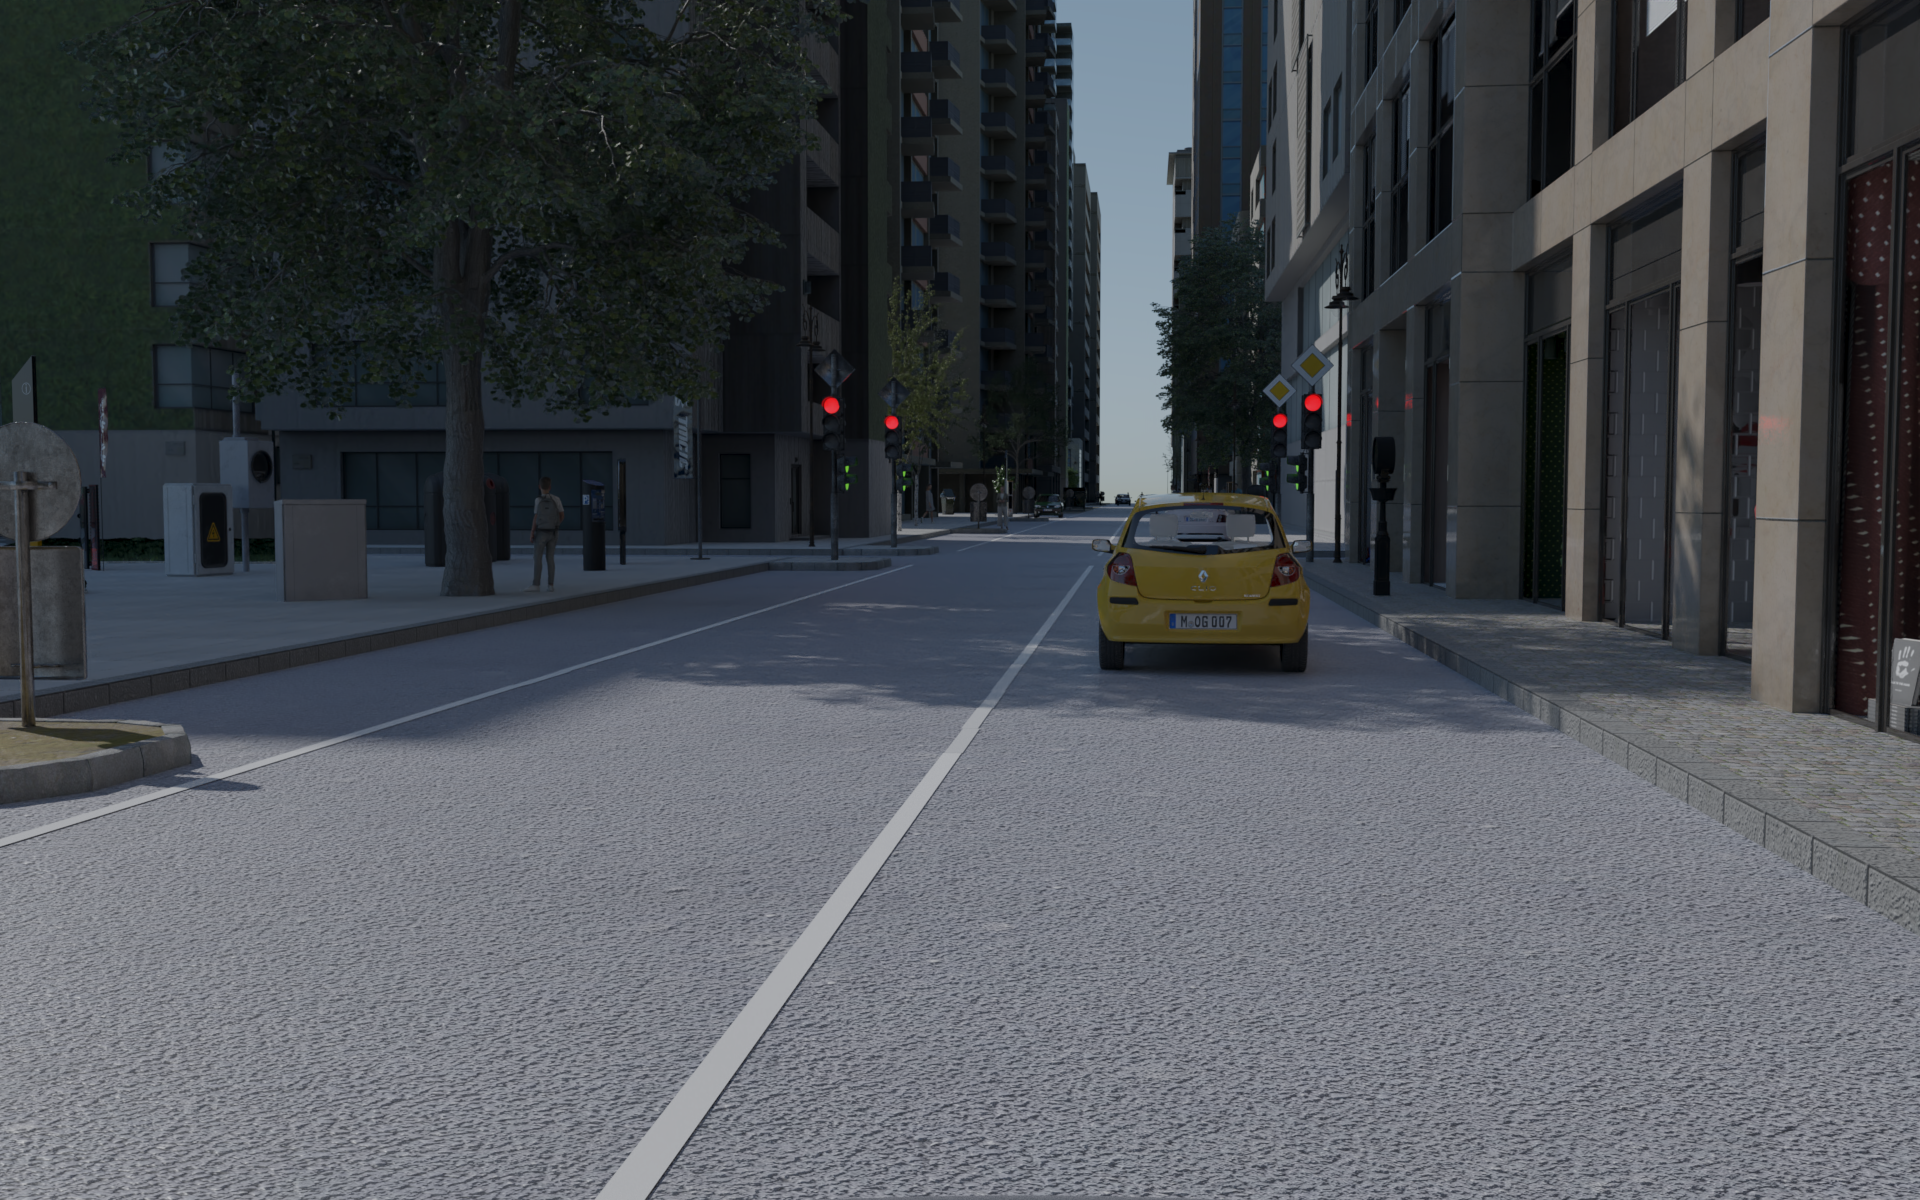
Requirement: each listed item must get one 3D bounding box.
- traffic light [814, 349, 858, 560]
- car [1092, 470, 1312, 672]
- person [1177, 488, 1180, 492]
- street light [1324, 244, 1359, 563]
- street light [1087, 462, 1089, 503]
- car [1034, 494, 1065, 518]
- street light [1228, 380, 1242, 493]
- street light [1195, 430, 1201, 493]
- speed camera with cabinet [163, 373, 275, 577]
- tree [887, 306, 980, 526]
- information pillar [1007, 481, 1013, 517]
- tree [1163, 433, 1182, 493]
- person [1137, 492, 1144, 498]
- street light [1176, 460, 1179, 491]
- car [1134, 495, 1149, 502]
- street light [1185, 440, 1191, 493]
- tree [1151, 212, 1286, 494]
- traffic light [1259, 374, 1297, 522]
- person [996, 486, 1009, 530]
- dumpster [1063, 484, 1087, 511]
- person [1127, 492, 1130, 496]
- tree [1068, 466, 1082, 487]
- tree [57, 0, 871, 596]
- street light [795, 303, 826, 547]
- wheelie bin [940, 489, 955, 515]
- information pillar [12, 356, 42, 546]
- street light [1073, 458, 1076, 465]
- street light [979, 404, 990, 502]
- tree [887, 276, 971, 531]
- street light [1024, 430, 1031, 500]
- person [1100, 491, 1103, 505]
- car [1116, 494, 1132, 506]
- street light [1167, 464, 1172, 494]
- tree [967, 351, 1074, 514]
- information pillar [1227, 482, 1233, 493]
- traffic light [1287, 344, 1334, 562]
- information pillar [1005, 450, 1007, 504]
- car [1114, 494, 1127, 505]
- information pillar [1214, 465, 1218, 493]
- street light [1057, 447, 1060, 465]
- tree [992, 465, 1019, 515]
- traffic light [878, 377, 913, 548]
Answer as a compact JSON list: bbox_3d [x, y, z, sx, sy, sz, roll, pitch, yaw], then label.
[{"bbox_3d":[-2.419,-2.730,33.564,0.839,4.253,0.868,0,4,6],"label":"traffic light"},{"bbox_3d":[2.153,-0.319,15.446,2.015,1.641,3.980,0,4,7],"label":"car"},{"bbox_3d":[21.153,-9.835,166.716,0.599,1.838,0.709,1,4,13],"label":"person"},{"bbox_3d":[7.059,-3.634,32.204,0.468,5.910,1.993,0,4,6],"label":"street light"},{"bbox_3d":[18.228,-16.714,246.059,0.468,5.910,1.993,0,4,6],"label":"street light"},{"bbox_3d":[5.383,-5.823,104.992,2.009,1.686,4.222,0,4,5],"label":"car"},{"bbox_3d":[10.971,-5.901,69.273,0.468,5.910,1.993,0,4,6],"label":"street light"},{"bbox_3d":[15.754,-8.672,114.573,0.468,5.910,1.993,0,4,6],"label":"street light"},{"bbox_3d":[-11.824,-2.040,27.682,0.660,3.252,2.038,1,4,14],"label":"speed camera with cabinet"},{"bbox_3d":[-1.583,-7.253,68.948,4.360,8.622,3.978,0,3,0],"label":"tree"},{"bbox_3d":[2.788,-5.684,97.421,0.304,2.012,0.304,-1,4,-19],"label":"information pillar"},{"bbox_3d":[25.504,-15.310,200.678,4.360,8.622,3.978,0,3,0],"label":"tree"},{"bbox_3d":[24.567,-13.762,234.225,1.217,1.743,0.721,-1,4,-12],"label":"person"},{"bbox_3d":[23.910,-13.340,190.900,0.468,5.910,1.993,0,4,6],"label":"street light"},{"bbox_3d":[13.779,-7.011,127.204,1.945,1.354,3.894,0,4,7],"label":"car"},{"bbox_3d":[19.049,-10.531,144.971,0.468,5.910,1.993,0,4,6],"label":"street light"},{"bbox_3d":[13.057,-10.492,78.198,9.857,13.997,8.962,0,3,0],"label":"tree"},{"bbox_3d":[7.442,-3.158,40.560,0.839,4.253,0.868,0,4,6],"label":"traffic light"},{"bbox_3d":[1.696,-3.686,69.312,0.519,1.759,0.362,1,4,9],"label":"person"},{"bbox_3d":[9.555,-8.524,144.315,1.985,2.255,1.502,0,4,6],"label":"dumpster"},{"bbox_3d":[26.171,-15.985,270.578,0.721,1.736,1.217,-2,4,-26],"label":"person"},{"bbox_3d":[11.718,-12.655,190.615,4.285,4.588,4.351,0,3,0],"label":"tree"},{"bbox_3d":[-6.147,-7.031,21.612,9.857,13.997,8.962,0,3,0],"label":"tree"},{"bbox_3d":[-3.609,-4.235,42.034,0.468,5.910,1.993,0,4,6],"label":"street light"},{"bbox_3d":[-0.793,-6.094,107.548,0.980,1.594,0.693,-2,4,-32],"label":"wheelie bin"},{"bbox_3d":[-15.866,-2.331,29.470,0.504,3.616,0.183,1,4,21],"label":"information pillar"},{"bbox_3d":[13.391,-13.944,200.764,0.468,5.910,1.993,0,4,6],"label":"street light"},{"bbox_3d":[1.212,-7.006,87.331,0.468,5.910,1.993,0,4,6],"label":"street light"},{"bbox_3d":[-1.871,-6.681,59.602,4.737,8.622,4.395,0,3,0],"label":"tree"},{"bbox_3d":[4.594,-8.894,118.211,0.468,5.910,1.993,0,4,6],"label":"street light"},{"bbox_3d":[17.710,-12.774,217.377,0.705,1.821,1.348,-1,4,-9],"label":"person"},{"bbox_3d":[20.405,-12.586,215.565,2.009,1.686,4.222,0,4,5],"label":"car"},{"bbox_3d":[32.823,-18.404,273.685,0.468,5.910,1.993,0,4,6],"label":"street light"},{"bbox_3d":[3.924,-10.880,112.299,7.601,10.594,8.767,0,4,0],"label":"tree"},{"bbox_3d":[16.485,-6.201,105.872,0.304,2.012,0.304,0,4,-8],"label":"information pillar"},{"bbox_3d":[6.593,-2.673,32.620,0.839,4.253,0.868,0,4,6],"label":"traffic light"},{"bbox_3d":[2.456,-6.189,92.550,0.183,3.616,0.504,0,4,7],"label":"information pillar"},{"bbox_3d":[22.330,-14.060,238.928,2.155,1.783,4.494,0,4,8],"label":"car"},{"bbox_3d":[13.147,-5.965,88.886,0.183,3.616,0.504,0,4,-3],"label":"information pillar"},{"bbox_3d":[9.350,-11.681,163.764,0.468,5.910,1.993,0,4,6],"label":"street light"},{"bbox_3d":[2.500,-6.705,104.223,1.663,3.219,1.824,0,3,0],"label":"tree"},{"bbox_3d":[-1.570,-3.216,41.504,0.839,4.253,0.868,0,4,6],"label":"traffic light"}]
